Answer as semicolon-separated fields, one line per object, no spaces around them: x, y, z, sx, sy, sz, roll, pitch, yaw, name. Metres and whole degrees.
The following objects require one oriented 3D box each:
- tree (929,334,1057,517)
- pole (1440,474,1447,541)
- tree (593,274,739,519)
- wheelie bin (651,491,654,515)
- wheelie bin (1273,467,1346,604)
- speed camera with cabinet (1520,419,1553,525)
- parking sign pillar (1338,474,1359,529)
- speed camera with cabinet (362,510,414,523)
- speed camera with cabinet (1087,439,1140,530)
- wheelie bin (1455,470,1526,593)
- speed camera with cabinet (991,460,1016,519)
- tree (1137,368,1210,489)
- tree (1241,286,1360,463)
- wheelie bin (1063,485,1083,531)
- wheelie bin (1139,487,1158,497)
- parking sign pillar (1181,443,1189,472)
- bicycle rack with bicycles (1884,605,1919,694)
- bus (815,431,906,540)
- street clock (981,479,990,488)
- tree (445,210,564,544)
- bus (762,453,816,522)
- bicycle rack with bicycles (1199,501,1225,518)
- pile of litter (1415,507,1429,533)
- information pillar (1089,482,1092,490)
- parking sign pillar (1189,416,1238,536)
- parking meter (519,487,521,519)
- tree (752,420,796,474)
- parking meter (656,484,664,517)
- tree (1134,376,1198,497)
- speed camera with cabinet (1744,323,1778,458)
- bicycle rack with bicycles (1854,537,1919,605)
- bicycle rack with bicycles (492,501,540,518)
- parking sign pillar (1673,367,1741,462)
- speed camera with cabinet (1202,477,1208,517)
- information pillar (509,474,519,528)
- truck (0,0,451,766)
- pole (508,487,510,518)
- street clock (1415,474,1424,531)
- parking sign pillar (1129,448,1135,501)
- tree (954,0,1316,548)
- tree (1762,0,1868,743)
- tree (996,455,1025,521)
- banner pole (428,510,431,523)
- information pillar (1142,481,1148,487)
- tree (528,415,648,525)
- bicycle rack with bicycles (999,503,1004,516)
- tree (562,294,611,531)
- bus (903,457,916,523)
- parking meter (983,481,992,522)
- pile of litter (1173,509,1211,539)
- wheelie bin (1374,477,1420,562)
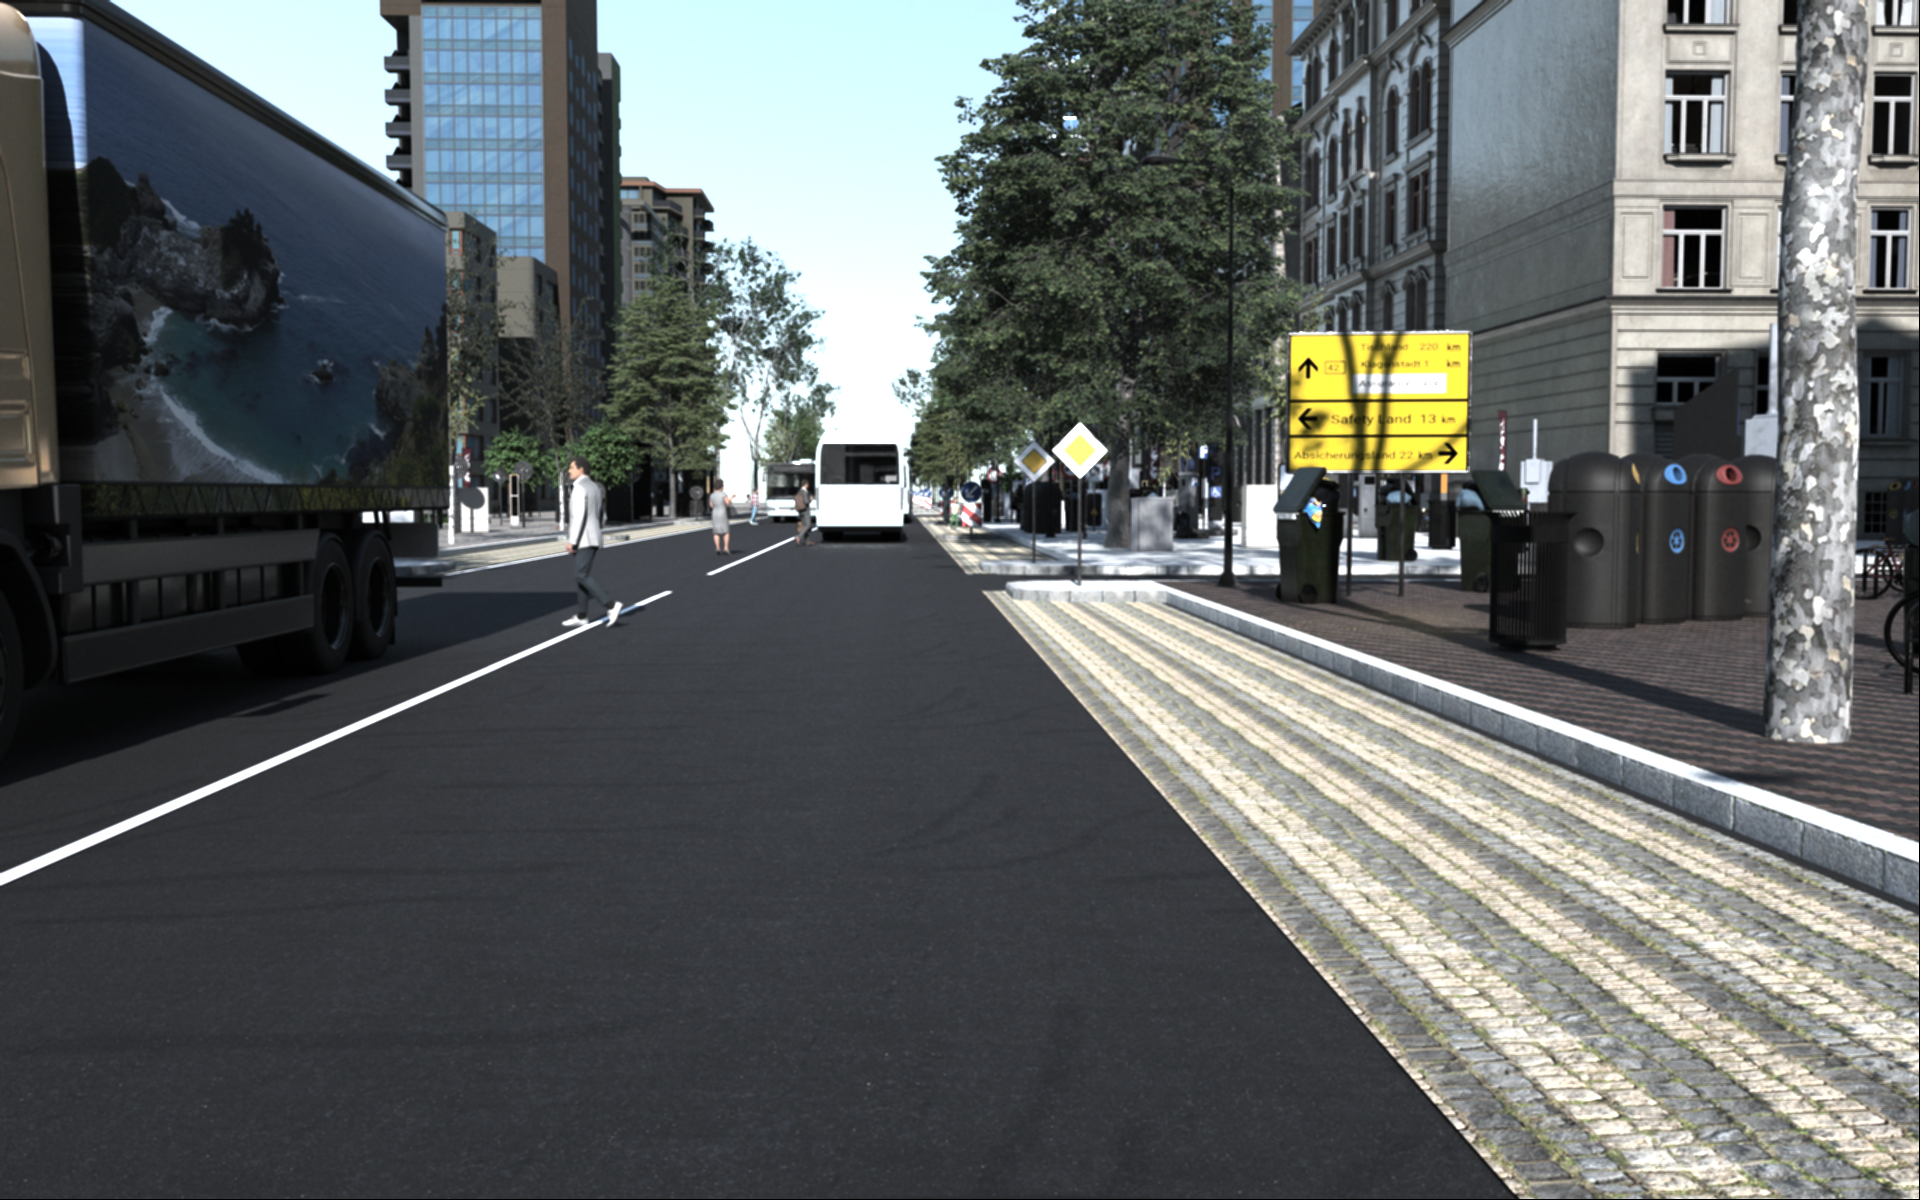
1.856;-10.485;97.181;9.928;11.665;9.643;0;3;0;tree
12.089;-3.022;43.258;0.158;3.312;0.155;0;3;0;pole
-15.312;-10.527;90.243;7.486;12.596;7.792;0;3;0;tree
-16.193;-4.976;89.268;0.980;1.594;0.693;-3;4;-38;wheelie bin
4.141;-0.772;20.524;0.693;1.594;0.980;-1;4;-18;wheelie bin
15.825;-3.129;45.493;2.038;3.252;0.660;3;4;38;speed camera with cabinet
14.498;-4.646;64.427;1.447;3.967;1.447;2;4;31;parking sign pillar
-13.188;-2.690;38.324;2.038;3.252;0.660;-3;5;-41;speed camera with cabinet
5.447;-4.153;62.239;2.038;3.252;0.660;3;5;39;speed camera with cabinet
6.934;-0.910;22.791;0.980;1.594;0.693;-2;4;-30;wheelie bin
2.402;-5.792;89.042;2.038;3.252;0.660;3;4;39;speed camera with cabinet
10.066;-7.843;78.599;4.737;8.622;4.395;0;3;0;tree
11.761;-6.738;60.527;4.737;8.622;4.395;0;3;0;tree
3.969;-3.176;59.844;0.693;1.594;0.980;-1;4;-19;wheelie bin
7.779;-3.946;72.432;0.980;1.594;0.693;0;4;5;wheelie bin
11.932;-6.208;89.980;1.447;3.967;1.447;-1;4;-19;parking sign pillar
7.336;0.141;11.077;2.852;0.926;2.925;-2;4;-33;bicycle rack with bicycles
-3.180;-3.786;56.757;2.948;3.499;13.247;0;4;-2;bus
1.269;-4.971;85.850;0.358;2.002;0.471;3;5;43;street clock
-13.344;-5.760;44.541;4.360;8.622;3.978;0;3;0;tree
-8.278;-5.868;90.798;2.948;3.499;13.247;0;4;0;bus
13.855;-4.924;93.894;2.852;0.926;2.925;0;4;-6;bicycle rack with bicycles
15.755;-2.675;57.695;1.176;0.858;1.719;1;4;17;pile of litter
5.894;-5.287;77.804;0.183;3.616;0.504;-1;4;-12;information pillar
7.980;-4.015;54.115;1.447;3.967;1.447;0;4;7;parking sign pillar
-23.265;-5.206;90.824;0.399;1.863;0.255;-3;4;-36;parking meter
-18.075;-13.292;167.694;4.737;8.622;4.395;0;3;0;tree
-16.866;-5.599;97.255;0.399;1.863;0.255;-2;4;-32;parking meter
12.304;-9.284;102.161;4.360;8.622;3.978;0;3;0;tree
8.890;-1.553;19.735;2.038;3.252;0.660;-2;4;-23;speed camera with cabinet
12.465;-0.494;21.459;2.925;0.926;2.852;2;4;25;bicycle rack with bicycles
-24.376;-5.022;95.494;2.852;0.926;2.925;-2;4;-27;bicycle rack with bicycles
16.125;-2.993;37.414;1.447;3.967;1.447;3;5;42;parking sign pillar
13.962;-6.293;97.221;0.660;3.252;2.038;1;4;13;speed camera with cabinet
-16.682;-3.688;64.793;0.304;2.012;0.304;-2;4;-23;information pillar
-6.060;-1.390;11.634;2.839;4.237;11.283;0;4;-2;truck
-24.165;-6.061;92.944;0.158;3.312;0.155;0;3;0;pole
15.997;-3.434;60.720;0.358;2.002;0.471;-3;5;-44;street clock
8.954;-6.527;95.182;1.447;3.967;1.447;0;4;0;parking sign pillar
3.903;-8.227;41.165;9.857;13.997;8.962;0;3;0;tree
5.688;-9.385;9.334;12.611;20.169;13.585;0;3;0;tree
2.440;-5.385;82.653;1.663;3.219;1.824;0;3;0;tree
-17.056;-3.997;55.368;0.401;3.779;0.863;-2;4;-32;banner pole
10.417;-5.677;97.304;0.304;2.012;0.304;2;4;28;information pillar
-14.598;-5.376;71.615;4.285;4.588;4.351;0;3;0;tree
3.383;-5.377;101.288;2.925;0.926;2.852;0;4;-8;bicycle rack with bicycles
-14.020;-6.724;60.292;4.360;8.622;3.978;0;3;0;tree
-3.790;-5.762;89.073;2.948;3.499;13.247;0;4;-1;bus
1.266;-4.499;79.263;0.399;1.863;0.255;0;4;3;parking meter
6.689;-2.221;50.285;1.176;0.858;1.719;0;4;8;pile of litter
8.341;-1.540;33.091;0.693;1.594;0.980;-1;4;-16;wheelie bin
